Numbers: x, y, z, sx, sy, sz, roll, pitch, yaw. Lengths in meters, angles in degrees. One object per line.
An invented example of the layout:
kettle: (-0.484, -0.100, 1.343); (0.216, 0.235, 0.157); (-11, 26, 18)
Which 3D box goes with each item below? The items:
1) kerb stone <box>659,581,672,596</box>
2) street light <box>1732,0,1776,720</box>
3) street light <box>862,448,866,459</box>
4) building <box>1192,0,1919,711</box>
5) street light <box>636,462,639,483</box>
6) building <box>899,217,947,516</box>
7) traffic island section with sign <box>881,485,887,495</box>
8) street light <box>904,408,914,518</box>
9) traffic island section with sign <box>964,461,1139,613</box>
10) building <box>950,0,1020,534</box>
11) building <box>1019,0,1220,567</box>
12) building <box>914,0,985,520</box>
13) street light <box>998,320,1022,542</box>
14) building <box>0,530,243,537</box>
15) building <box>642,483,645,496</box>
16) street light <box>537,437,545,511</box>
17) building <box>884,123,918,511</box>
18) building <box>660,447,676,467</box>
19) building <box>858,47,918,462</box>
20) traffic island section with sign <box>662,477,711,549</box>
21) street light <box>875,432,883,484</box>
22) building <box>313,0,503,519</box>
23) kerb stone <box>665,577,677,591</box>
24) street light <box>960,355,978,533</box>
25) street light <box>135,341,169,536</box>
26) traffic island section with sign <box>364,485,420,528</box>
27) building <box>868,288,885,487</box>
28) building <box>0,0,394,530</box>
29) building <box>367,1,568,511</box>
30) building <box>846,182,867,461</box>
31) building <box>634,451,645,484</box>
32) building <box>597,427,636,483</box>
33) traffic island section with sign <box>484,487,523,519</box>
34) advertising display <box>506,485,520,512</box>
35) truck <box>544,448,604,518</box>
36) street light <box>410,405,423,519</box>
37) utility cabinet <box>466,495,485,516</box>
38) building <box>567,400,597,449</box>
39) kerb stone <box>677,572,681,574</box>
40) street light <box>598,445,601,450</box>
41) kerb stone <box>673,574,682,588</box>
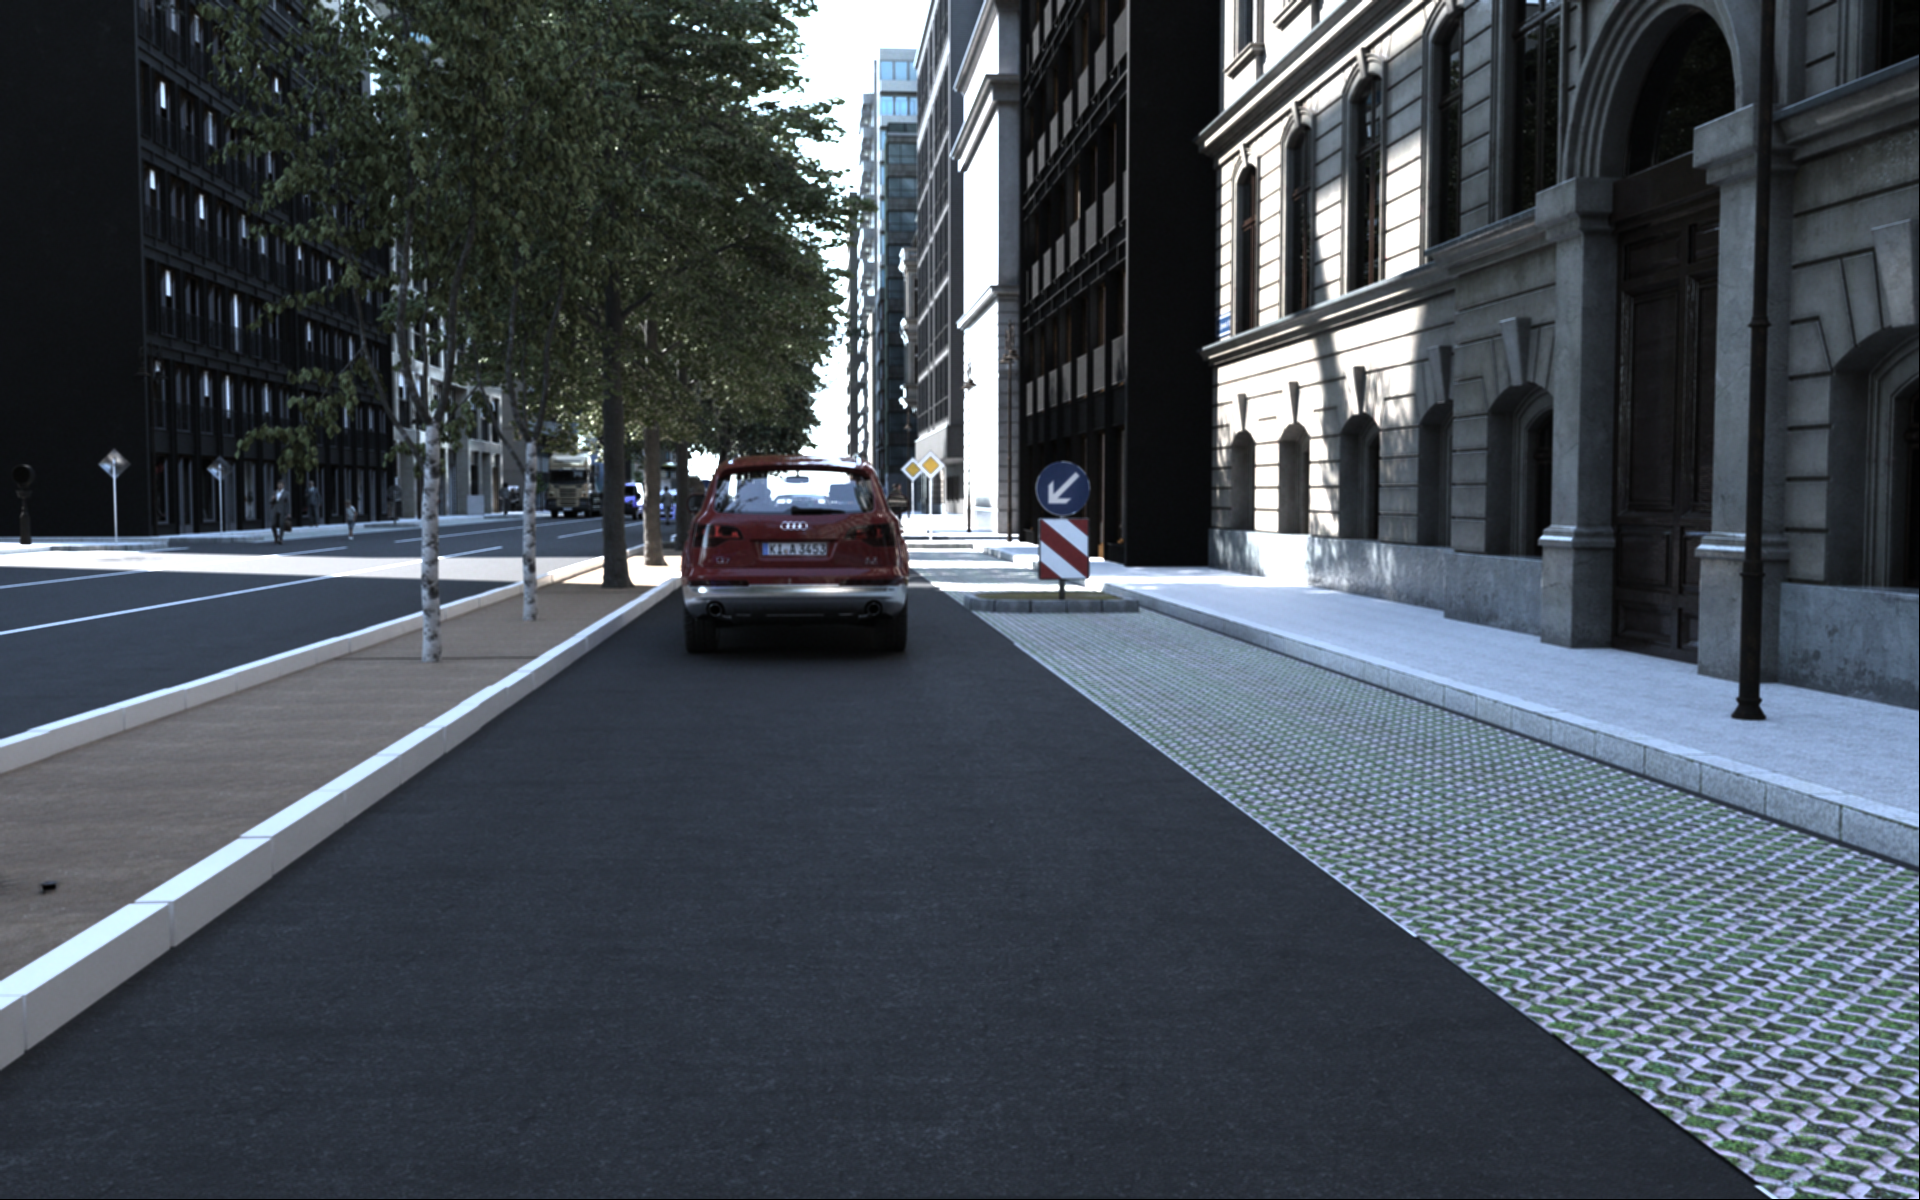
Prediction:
kerb stone: (-4.184, -0.132, 24.361); (0.120, 0.150, 1.000); (0, 4, -5)
street light: (4.512, -2.259, 9.730); (0.468, 5.910, 1.993); (0, 4, -5)
street light: (-9.382, -12.017, 169.262); (0.468, 5.910, 1.993); (0, 4, -5)
building: (10.927, -11.865, 13.085); (14.460, 24.649, 34.723); (0, 4, -5)
street light: (-37.314, -13.923, 200.424); (0.468, 5.910, 1.993); (0, 4, -5)
building: (3.376, -17.900, 111.750); (14.460, 24.649, 34.723); (0, 4, -5)
traffic island section with sign: (-3.701, -4.155, 76.569); (1.989, 1.847, 2.006); (0, 4, -5)
street light: (-2.754, -7.346, 92.888); (0.468, 5.910, 1.993); (0, 4, -5)
traffic island section with sign: (1.073, -0.797, 21.652); (1.989, 1.847, 2.006); (0, 4, -5)
building: (12.174, -13.415, 61.137); (24.055, 21.916, 13.314); (0, 4, -5)
building: (8.379, -12.755, 38.229); (12.332, 23.373, 15.834); (0, 4, -5)
building: (5.627, -17.670, 82.404); (14.314, 27.812, 24.014); (0, 4, -5)
street light: (1.320, -4.477, 45.992); (0.468, 5.910, 1.993); (0, 4, -5)
building: (-31.143, -14.001, 58.594); (12.332, 23.373, 15.834); (0, 4, -5)
building: (-56.488, -33.262, 235.720); (32.217, 40.220, 23.993); (0, 4, -5)
street light: (-31.114, -9.532, 128.639); (0.468, 5.910, 1.993); (0, 4, -5)
building: (0.914, -22.431, 138.454); (14.160, 30.474, 14.107); (0, 4, -5)
building: (-56.605, -25.550, 262.776); (27.650, 21.520, 28.899); (0, 4, -5)
building: (0.176, -34.900, 190.218); (23.786, 49.044, 30.456); (0, 4, -5)
traffic island section with sign: (-7.141, -2.315, 45.979); (2.006, 1.907, 1.989); (0, 4, -5)
street light: (-6.284, -9.842, 133.698); (0.468, 5.910, 1.993); (0, 4, -5)
building: (-39.118, -18.018, 99.109); (19.350, 26.468, 34.151); (0, 4, -5)
kerb stone: (-4.289, -0.195, 25.388); (0.120, 0.150, 1.000); (0, 4, -5)
street light: (0.302, -5.179, 57.459); (0.468, 5.910, 1.993); (0, 4, -5)
street light: (-24.396, -4.868, 52.377); (0.468, 5.910, 1.993); (0, 4, -5)
traffic island section with sign: (-24.298, -4.013, 74.240); (1.989, 1.847, 2.006); (0, 4, -5)
building: (5.788, -19.310, 160.763); (27.650, 21.520, 28.899); (0, 4, -5)
building: (-32.777, -14.987, 74.712); (12.332, 23.373, 15.834); (0, 4, -5)
building: (-43.526, -31.384, 136.828); (21.300, 48.544, 21.600); (0, 4, -5)
building: (-6.388, -39.105, 263.067); (21.300, 48.544, 21.600); (0, 4, -5)
building: (-47.245, -34.656, 216.735); (14.600, 45.320, 14.200); (0, 4, -5)
building: (-43.029, -25.414, 187.212); (14.160, 30.474, 14.107); (0, 4, -5)
traffic island section with sign: (-26.621, -5.656, 101.096); (1.989, 1.847, 2.006); (0, 4, -5)
advertising display: (-32.600, -7.402, 126.232); (0.974, 1.923, 0.123); (-2, 4, -31)
truck: (-23.806, -7.280, 107.943); (2.839, 4.237, 11.283); (0, 4, -5)
street light: (-27.459, -7.035, 87.805); (0.468, 5.910, 1.993); (0, 4, -5)
utility cabinet: (-28.969, -5.650, 103.538); (1.020, 1.237, 0.306); (-1, 4, -22)
building: (-45.732, -51.988, 162.671); (22.319, 86.520, 31.000); (0, 4, -5)
kerb stone: (-4.456, -0.318, 27.428); (0.120, 0.150, 1.000); (0, 4, -5)
street light: (-34.213, -11.729, 164.554); (0.468, 5.910, 1.993); (0, 4, -5)
kerb stone: (-4.363, -0.258, 26.407); (0.120, 0.150, 1.000); (0, 4, -5)
